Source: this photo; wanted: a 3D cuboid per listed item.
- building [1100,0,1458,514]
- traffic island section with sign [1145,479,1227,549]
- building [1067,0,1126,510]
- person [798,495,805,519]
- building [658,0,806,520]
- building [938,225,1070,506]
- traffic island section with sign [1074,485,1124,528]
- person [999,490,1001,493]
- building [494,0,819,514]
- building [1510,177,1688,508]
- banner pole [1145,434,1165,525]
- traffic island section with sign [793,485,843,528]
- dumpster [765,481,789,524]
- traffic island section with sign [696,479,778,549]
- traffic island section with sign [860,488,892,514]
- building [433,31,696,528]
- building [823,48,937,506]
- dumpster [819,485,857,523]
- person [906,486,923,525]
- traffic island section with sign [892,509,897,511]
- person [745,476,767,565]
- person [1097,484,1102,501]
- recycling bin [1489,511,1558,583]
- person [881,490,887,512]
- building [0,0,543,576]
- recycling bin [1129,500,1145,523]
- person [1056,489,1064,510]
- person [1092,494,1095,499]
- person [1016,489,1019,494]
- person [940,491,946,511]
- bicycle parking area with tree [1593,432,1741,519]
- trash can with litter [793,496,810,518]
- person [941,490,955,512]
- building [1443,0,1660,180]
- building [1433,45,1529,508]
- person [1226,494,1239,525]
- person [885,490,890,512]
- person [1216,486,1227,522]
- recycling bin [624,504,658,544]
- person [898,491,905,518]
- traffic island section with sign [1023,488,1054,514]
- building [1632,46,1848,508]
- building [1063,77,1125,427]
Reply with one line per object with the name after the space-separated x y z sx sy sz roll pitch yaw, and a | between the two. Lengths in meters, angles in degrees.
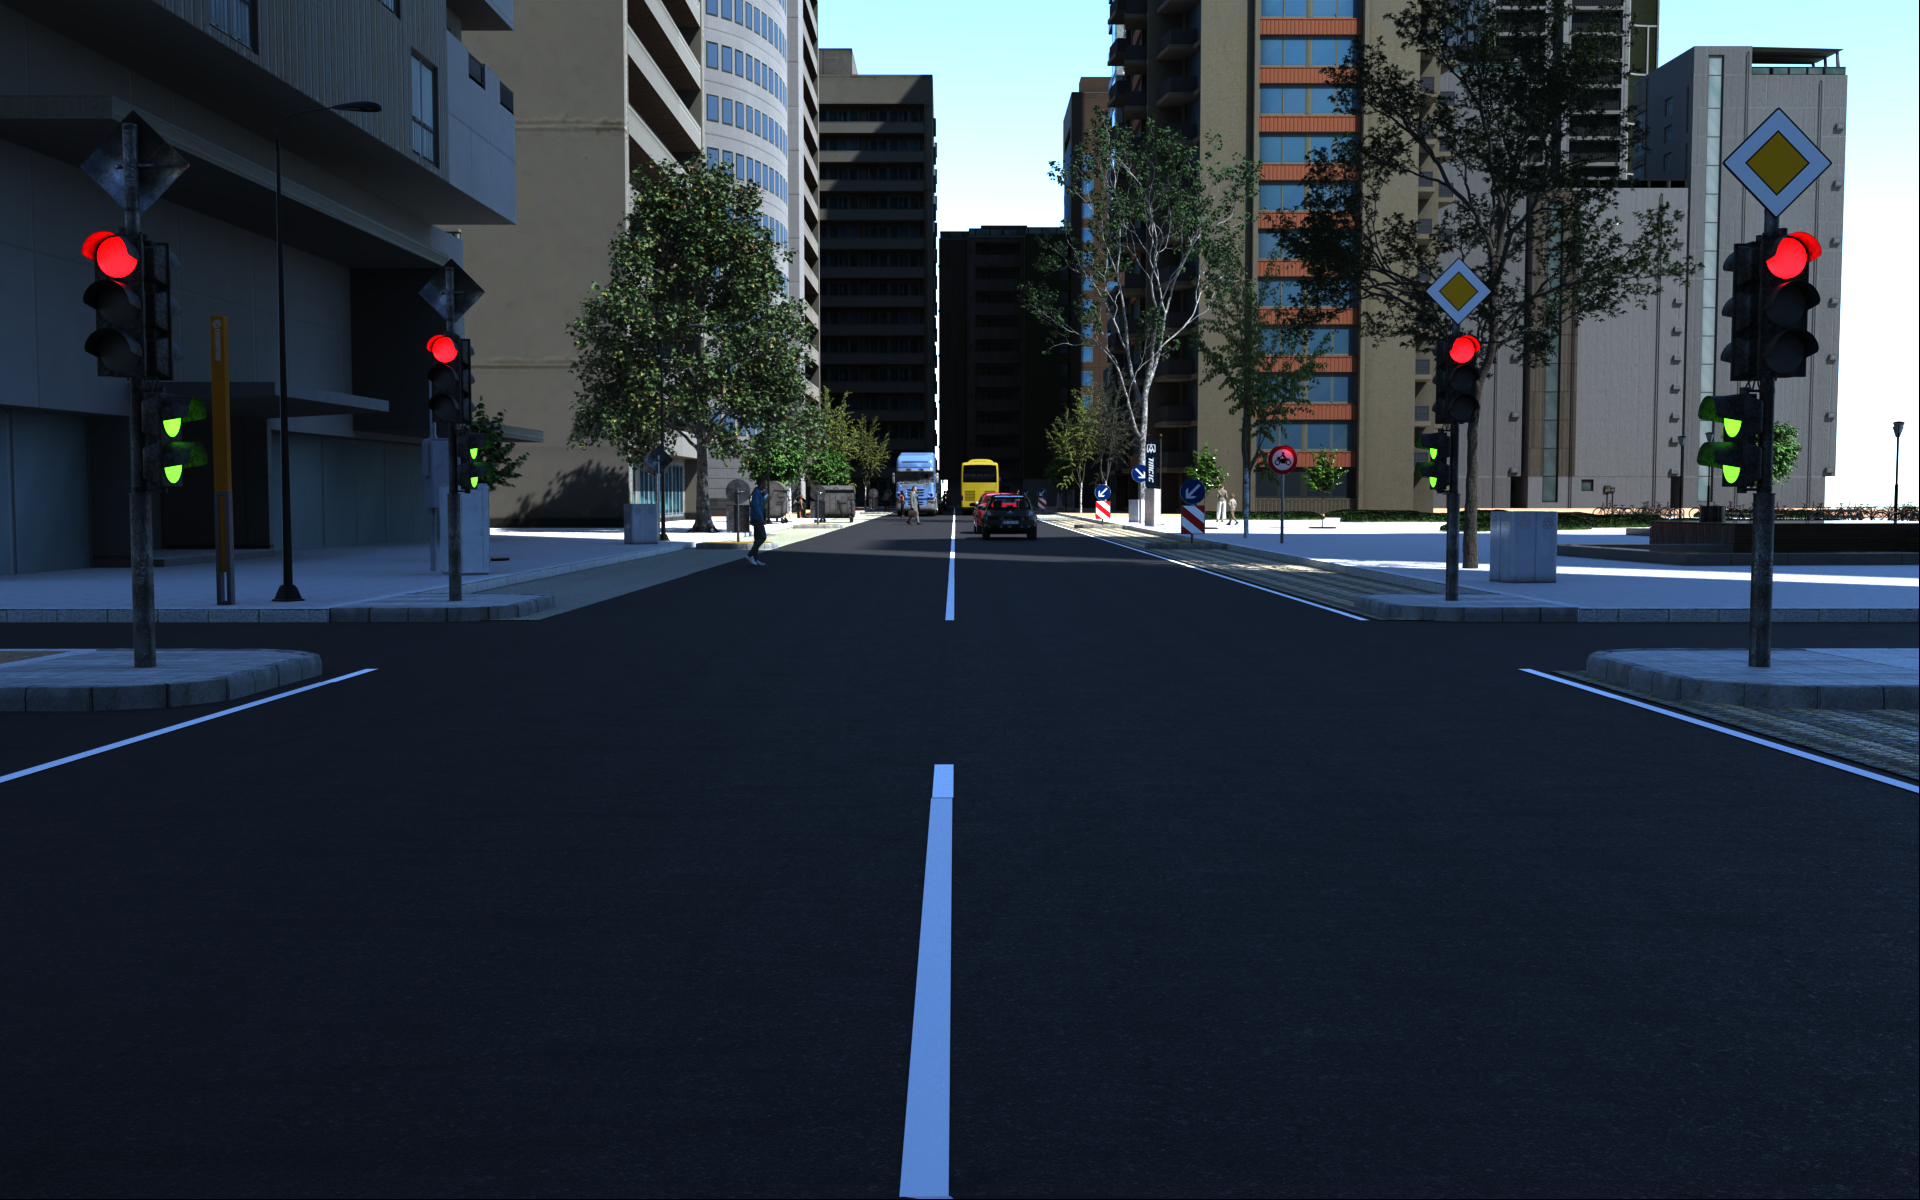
21.927 -28.613 122.442 22.147 44.769 28.867 0 4 0 | building
5.900 -2.254 45.478 1.989 1.847 2.006 0 4 0 | traffic island section with sign
21.679 -51.277 151.045 22.319 86.520 31.000 0 4 0 | building
-8.310 -4.907 90.947 0.373 1.253 0.362 0 4 1 | person
-21.594 -34.699 109.320 21.231 58.520 28.212 0 4 0 | building
4.618 -25.527 189.070 14.107 30.474 14.160 0 4 0 | building
5.811 -3.912 72.581 1.989 1.847 2.006 0 4 0 | traffic island section with sign
3.665 -9.293 160.447 1.348 1.824 0.705 0 4 -4 | person
-22.447 -31.283 135.181 21.300 48.544 21.600 0 4 0 | building
57.849 -23.842 161.521 14.107 30.474 14.160 0 4 0 | building
8.126 -5.028 72.232 0.863 3.779 0.401 0 4 3 | banner pole
-5.909 -3.908 72.521 1.989 1.847 2.006 0 4 0 | traffic island section with sign
-8.180 -4.273 75.620 1.264 1.857 1.865 0 3 0 | dumpster
-5.828 -2.259 45.566 1.989 1.847 2.006 0 4 0 | traffic island section with sign
-6.049 -6.971 122.610 1.989 1.847 2.006 0 4 0 | traffic island section with sign
-23.250 -27.589 74.779 21.300 48.544 21.600 0 4 0 | building
-13.391 -34.800 192.674 21.600 48.544 21.300 0 4 0 | building
-6.127 -4.778 86.340 1.865 1.857 1.264 0 4 2 | dumpster
-2.123 -4.442 81.230 0.767 1.812 0.694 1 4 17 | person
-6.134 -8.620 149.565 1.989 1.847 2.006 0 4 0 | traffic island section with sign
-4.075 -1.579 34.654 0.444 1.785 0.601 0 4 -2 | person
7.344 -5.183 90.794 0.388 1.821 0.555 -1 4 -21 | person
8.219 -0.778 25.273 0.722 1.027 0.722 -1 4 -10 | recycling bin
-5.947 -7.752 136.036 0.721 1.735 1.217 -1 4 -22 | person
-25.502 -27.300 35.597 28.713 52.752 27.495 0 4 0 | building
8.117 -4.025 78.369 0.722 1.027 0.722 -2 4 -35 | recycling bin
8.099 -8.166 140.225 0.621 1.740 0.551 1 4 10 | person
9.708 -6.937 119.990 1.217 1.766 0.721 -1 4 -16 | person
3.864 -6.381 113.543 0.721 1.735 1.217 1 4 18 | person
-1.381 -8.355 145.932 0.721 1.723 1.217 2 4 25 | person
35.064 -5.876 83.083 9.016 4.147 8.231 1 4 22 | bicycle parking area with tree
-8.292 -4.927 91.936 0.624 1.170 1.055 3 5 41 | trash can with litter
-0.965 -7.988 139.828 1.217 1.743 0.721 1 4 22 | person
65.958 -46.068 191.456 20.611 71.187 20.563 0 4 0 | building
43.460 -29.213 161.219 14.086 41.232 14.154 0 4 0 | building
11.169 -3.717 71.095 0.640 1.303 0.475 2 4 35 | person
-5.653 -7.628 134.007 0.721 1.735 1.217 0 4 5 | person
11.954 -4.436 79.125 0.519 1.759 0.362 0 4 5 | person
-8.203 -1.955 44.523 0.722 1.027 0.722 -2 4 -26 | recycling bin
-3.478 -5.683 102.882 0.415 1.643 0.593 -3 4 -38 | person
5.672 -6.986 122.846 1.989 1.847 2.006 0 4 0 | traffic island section with sign
72.115 -29.260 161.998 14.086 41.232 14.154 0 4 0 | building
18.769 -32.989 189.483 14.200 45.320 14.600 0 4 0 | building
